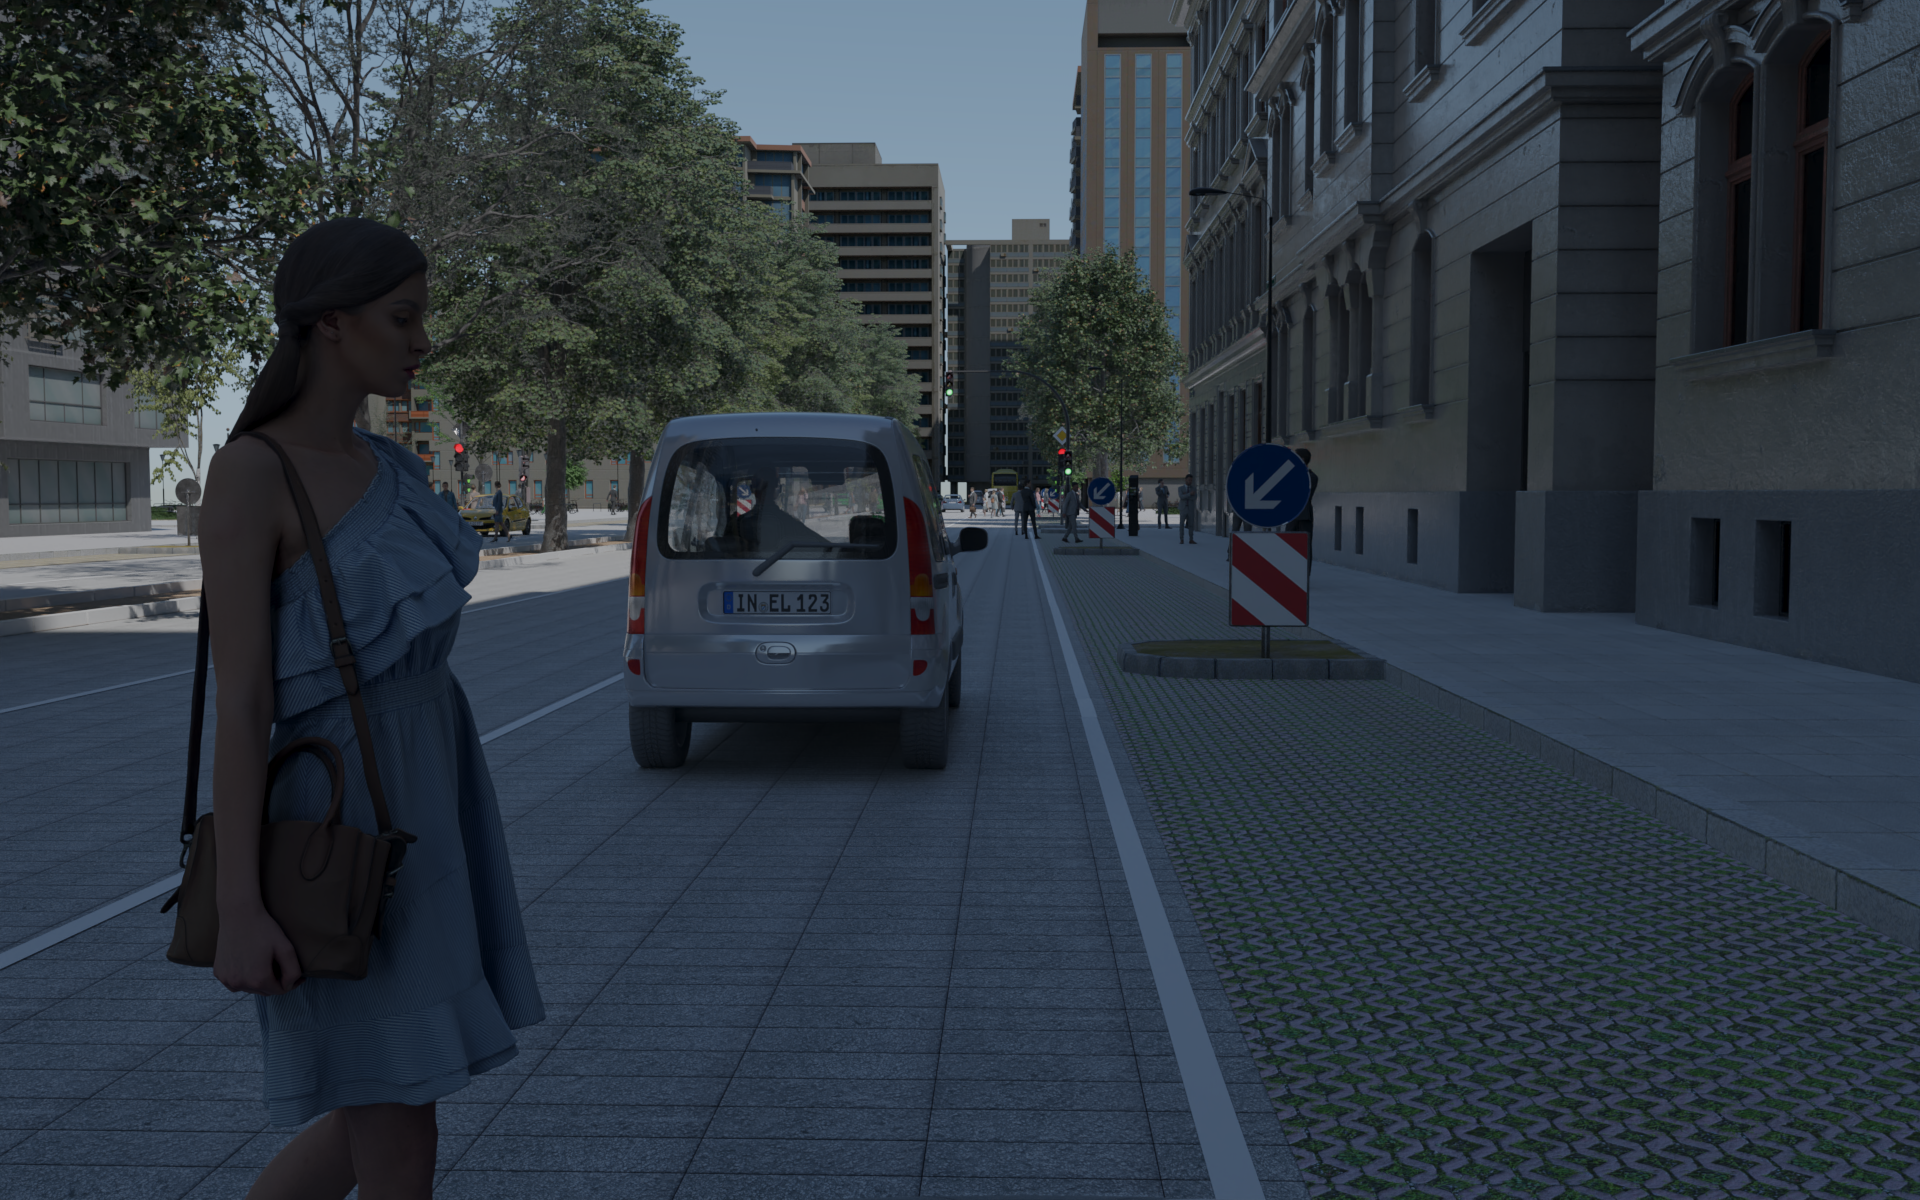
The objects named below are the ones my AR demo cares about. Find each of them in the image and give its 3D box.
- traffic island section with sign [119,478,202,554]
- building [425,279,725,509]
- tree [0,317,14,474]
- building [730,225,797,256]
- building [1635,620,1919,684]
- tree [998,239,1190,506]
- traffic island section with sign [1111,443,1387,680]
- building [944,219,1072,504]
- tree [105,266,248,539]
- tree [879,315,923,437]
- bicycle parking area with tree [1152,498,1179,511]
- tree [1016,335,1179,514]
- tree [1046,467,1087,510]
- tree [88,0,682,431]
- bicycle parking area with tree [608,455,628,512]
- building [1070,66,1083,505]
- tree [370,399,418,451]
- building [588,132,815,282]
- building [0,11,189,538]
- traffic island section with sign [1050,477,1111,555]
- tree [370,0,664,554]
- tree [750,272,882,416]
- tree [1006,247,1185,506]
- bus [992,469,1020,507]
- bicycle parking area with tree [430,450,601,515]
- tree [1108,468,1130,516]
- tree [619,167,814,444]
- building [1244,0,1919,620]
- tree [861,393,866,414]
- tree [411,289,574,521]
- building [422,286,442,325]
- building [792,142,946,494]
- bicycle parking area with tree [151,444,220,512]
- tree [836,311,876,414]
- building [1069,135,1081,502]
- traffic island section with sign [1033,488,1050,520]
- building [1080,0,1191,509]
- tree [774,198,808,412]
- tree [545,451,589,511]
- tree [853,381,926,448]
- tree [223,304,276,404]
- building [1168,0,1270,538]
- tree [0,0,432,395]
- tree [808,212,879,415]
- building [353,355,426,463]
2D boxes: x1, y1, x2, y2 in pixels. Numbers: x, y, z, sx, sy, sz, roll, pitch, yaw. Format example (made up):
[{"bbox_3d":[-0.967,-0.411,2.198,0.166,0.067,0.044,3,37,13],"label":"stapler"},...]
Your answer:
[{"bbox_3d":[-18.989,-2.046,42.077,1.989,1.847,2.006,0,4,2],"label":"traffic island section with sign"},{"bbox_3d":[-31.516,-19.456,163.139,27.650,21.520,28.899,0,4,2],"label":"building"},{"bbox_3d":[-22.245,-5.322,37.377,4.360,8.622,3.978,0,3,0],"label":"tree"},{"bbox_3d":[-25.077,-25.267,184.813,14.160,30.474,14.107,0,4,2],"label":"building"},{"bbox_3d":[12.498,-13.304,4.916,14.401,28.519,23.554,0,4,2],"label":"building"},{"bbox_3d":[6.536,-9.866,78.319,9.611,12.733,9.660,0,3,0],"label":"tree"},{"bbox_3d":[2.315,-0.343,14.238,1.989,1.847,2.006,0,4,2],"label":"traffic island section with sign"},{"bbox_3d":[9.998,-33.972,247.322,23.993,40.220,32.217,0,4,2],"label":"building"},{"bbox_3d":[-21.898,-6.036,49.054,4.737,8.622,4.395,0,3,0],"label":"tree"},{"bbox_3d":[-7.005,-13.049,122.456,9.857,13.997,8.962,0,3,0],"label":"tree"},{"bbox_3d":[18.443,-8.901,132.536,9.016,4.147,8.231,1,4,21],"label":"bicycle parking area with tree"},{"bbox_3d":[8.828,-12.279,111.134,12.009,13.543,11.850,0,3,0],"label":"tree"},{"bbox_3d":[8.846,-9.743,143.008,4.285,4.588,4.351,0,3,0],"label":"tree"},{"bbox_3d":[-9.974,-7.085,28.668,12.009,13.543,11.850,0,3,0],"label":"tree"},{"bbox_3d":[-26.989,-8.371,123.867,8.231,4.147,9.016,-1,4,-16],"label":"bicycle parking area with tree"},{"bbox_3d":[22.465,-31.894,176.086,22.147,44.769,28.867,0,4,2],"label":"building"},{"bbox_3d":[-44.519,-11.264,134.523,4.360,8.622,3.978,0,3,0],"label":"tree"},{"bbox_3d":[-31.176,-34.026,210.945,28.867,44.769,22.147,0,4,2],"label":"building"},{"bbox_3d":[-33.822,-22.729,55.221,14.086,41.232,14.154,0,4,2],"label":"building"},{"bbox_3d":[3.222,-1.991,41.178,1.989,1.847,2.006,0,4,2],"label":"traffic island section with sign"},{"bbox_3d":[-9.630,-8.055,40.811,9.857,13.997,8.962,0,3,0],"label":"tree"},{"bbox_3d":[-8.473,-10.153,85.473,9.611,12.733,9.660,0,3,0],"label":"tree"},{"bbox_3d":[7.171,-11.163,89.173,9.857,13.997,8.962,0,3,0],"label":"tree"},{"bbox_3d":[4.483,-10.959,170.719,2.896,3.916,12.252,0,4,2],"label":"bus"},{"bbox_3d":[-28.496,-7.518,109.920,9.016,4.147,8.231,1,4,14],"label":"bicycle parking area with tree"},{"bbox_3d":[9.188,-6.597,102.470,1.663,3.219,1.824,0,3,0],"label":"tree"},{"bbox_3d":[-8.991,-8.527,60.004,7.486,12.596,7.792,0,3,0],"label":"tree"},{"bbox_3d":[12.894,-14.762,28.754,14.401,28.519,23.554,0,4,2],"label":"building"},{"bbox_3d":[-7.205,-9.910,114.849,4.737,8.622,4.395,0,3,0],"label":"tree"},{"bbox_3d":[-20.383,-9.534,81.635,9.928,11.665,9.643,0,3,0],"label":"tree"},{"bbox_3d":[-74.143,-28.690,240.774,14.107,30.474,14.160,0,4,2],"label":"building"},{"bbox_3d":[-13.007,-37.787,241.513,21.600,48.544,21.300,0,4,2],"label":"building"},{"bbox_3d":[-43.911,-6.715,96.799,8.231,4.147,9.016,-3,5,-39],"label":"bicycle parking area with tree"},{"bbox_3d":[-8.500,-10.633,94.438,7.486,12.596,7.792,0,3,0],"label":"tree"},{"bbox_3d":[24.242,-35.836,205.519,23.786,49.044,30.456,0,4,2],"label":"building"},{"bbox_3d":[5.103,-5.394,96.812,1.989,1.847,2.006,0,4,2],"label":"traffic island section with sign"},{"bbox_3d":[17.895,-30.848,154.473,14.600,45.320,14.200,0,4,2],"label":"building"},{"bbox_3d":[-9.662,-8.692,51.224,9.857,13.997,8.962,0,3,0],"label":"tree"},{"bbox_3d":[-30.215,-9.148,133.280,4.285,4.588,4.351,0,3,0],"label":"tree"},{"bbox_3d":[-6.721,-11.896,131.367,8.767,10.594,7.601,0,4,2],"label":"tree"},{"bbox_3d":[-21.502,-6.432,55.530,4.360,8.622,3.978,0,3,0],"label":"tree"},{"bbox_3d":[12.840,-13.156,51.261,11.583,22.565,21.152,0,4,2],"label":"building"},{"bbox_3d":[-10.863,-6.000,17.562,9.611,12.733,9.660,0,3,0],"label":"tree"},{"bbox_3d":[-8.525,-10.175,75.470,9.857,13.997,8.962,0,3,0],"label":"tree"},{"bbox_3d":[-60.136,-22.315,209.884,28.899,21.520,27.650,0,4,2],"label":"building"}]
